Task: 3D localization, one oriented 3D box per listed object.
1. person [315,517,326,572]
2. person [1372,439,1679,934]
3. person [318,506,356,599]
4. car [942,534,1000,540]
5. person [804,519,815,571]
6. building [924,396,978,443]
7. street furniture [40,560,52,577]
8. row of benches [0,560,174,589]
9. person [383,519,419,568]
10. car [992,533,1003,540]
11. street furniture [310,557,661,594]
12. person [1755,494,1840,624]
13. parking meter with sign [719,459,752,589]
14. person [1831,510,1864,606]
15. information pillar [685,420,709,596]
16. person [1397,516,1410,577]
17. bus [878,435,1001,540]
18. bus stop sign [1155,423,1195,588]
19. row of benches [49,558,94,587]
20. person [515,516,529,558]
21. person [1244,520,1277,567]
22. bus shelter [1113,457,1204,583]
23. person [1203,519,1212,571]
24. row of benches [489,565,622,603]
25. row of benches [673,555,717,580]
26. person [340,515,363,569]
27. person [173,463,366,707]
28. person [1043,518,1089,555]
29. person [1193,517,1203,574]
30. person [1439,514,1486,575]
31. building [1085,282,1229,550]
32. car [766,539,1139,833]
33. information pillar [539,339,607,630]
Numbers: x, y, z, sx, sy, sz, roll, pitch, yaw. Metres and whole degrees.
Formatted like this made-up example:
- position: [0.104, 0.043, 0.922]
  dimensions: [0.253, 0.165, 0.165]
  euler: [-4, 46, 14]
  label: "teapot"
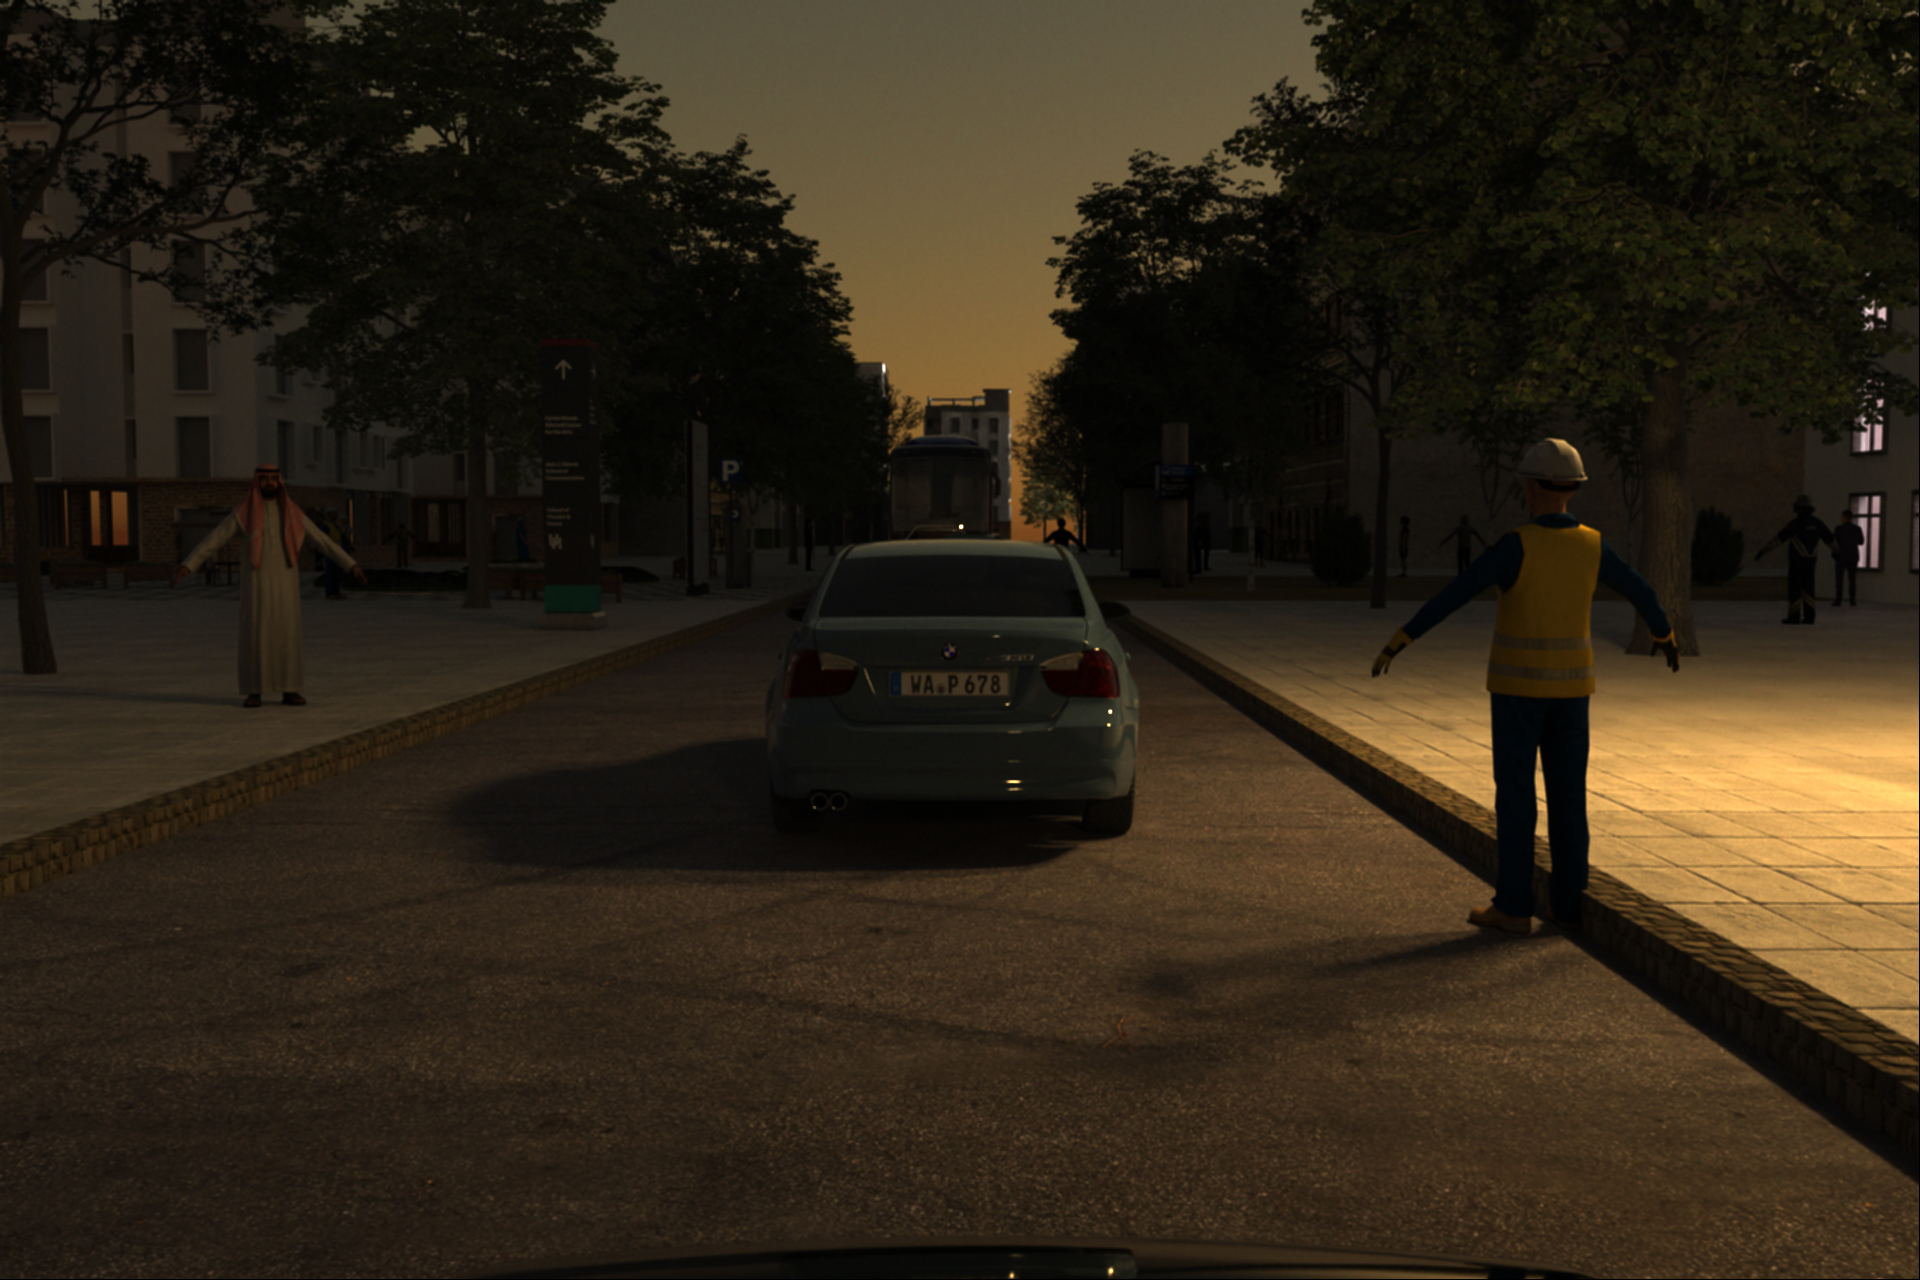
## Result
- position: [-21.808, -3.258, 59.050]
  dimensions: [0.705, 1.856, 1.354]
  euler: [0, 4, 4]
  label: "person"
- position: [2.093, 0.158, 6.338]
  dimensions: [1.216, 1.772, 0.721]
  euler: [-1, 4, -11]
  label: "person"
- position: [-12.447, -1.741, 34.436]
  dimensions: [0.705, 1.833, 1.349]
  euler: [1, 4, 9]
  label: "person"
- position: [0.232, -1.607, 38.073]
  dimensions: [2.131, 1.459, 4.920]
  euler: [0, 4, 1]
  label: "car"
- position: [-5.235, -3.308, 60.274]
  dimensions: [0.705, 1.806, 1.347]
  euler: [-1, 4, -10]
  label: "person"
- position: [-4.363, -22.655, 229.293]
  dimensions: [11.380, 20.090, 16.016]
  euler: [0, 4, -5]
  label: "building"
- position: [-31.290, -2.172, 51.132]
  dimensions: [10.072, 0.657, 5.734]
  euler: [0, 4, -7]
  label: "street furniture"
- position: [-20.685, -1.535, 40.561]
  dimensions: [4.104, 0.672, 1.422]
  euler: [-1, 4, -22]
  label: "row of benches"
- position: [-21.278, -3.687, 66.043]
  dimensions: [1.354, 1.858, 0.705]
  euler: [-2, 4, -32]
  label: "person"
- position: [1.450, -4.954, 90.045]
  dimensions: [2.155, 1.783, 4.494]
  euler: [0, 4, -1]
  label: "car"
- position: [-11.648, -1.632, 42.309]
  dimensions: [5.734, 0.657, 10.072]
  euler: [2, 4, 27]
  label: "street furniture"
- position: [11.985, -1.150, 24.677]
  dimensions: [1.351, 1.845, 0.704]
  euler: [-1, 4, -12]
  label: "person"
- position: [-5.281, -2.742, 41.091]
  dimensions: [0.543, 3.016, 1.738]
  euler: [0, 4, 3]
  label: "parking meter with sign"
- position: [15.779, -1.458, 30.808]
  dimensions: [0.541, 1.710, 0.530]
  euler: [1, 4, 19]
  label: "person"
- position: [-5.542, -2.766, 36.536]
  dimensions: [0.184, 3.620, 1.656]
  euler: [0, 4, 2]
  label: "information pillar"
- position: [13.224, -2.787, 51.713]
  dimensions: [0.704, 1.843, 1.345]
  euler: [1, 4, 14]
  label: "person"
- position: [-0.419, -3.376, 46.750]
  dimensions: [2.896, 3.916, 12.251]
  euler: [0, 4, 1]
  label: "bus"
- position: [5.128, -3.203, 41.377]
  dimensions: [0.837, 3.901, 0.837]
  euler: [0, 4, 0]
  label: "bus stop sign"
- position: [-22.461, -1.729, 43.729]
  dimensions: [1.422, 0.672, 4.104]
  euler: [-2, 4, -32]
  label: "row of benches"
- position: [-12.972, -2.767, 51.369]
  dimensions: [0.704, 1.817, 1.347]
  euler: [-1, 4, -19]
  label: "person"
- position: [11.681, -3.755, 67.535]
  dimensions: [1.346, 1.812, 0.704]
  euler: [-1, 4, -10]
  label: "person"
- position: [5.454, -3.320, 48.206]
  dimensions: [2.014, 3.302, 5.546]
  euler: [0, 4, 1]
  label: "bus shelter"
- position: [8.706, -3.343, 60.881]
  dimensions: [0.704, 1.802, 1.346]
  euler: [1, 4, 10]
  label: "person"
- position: [-8.021, -1.109, 33.597]
  dimensions: [4.104, 0.672, 1.422]
  euler: [3, 5, 44]
  label: "row of benches"
- position: [-7.725, -2.144, 50.522]
  dimensions: [1.422, 0.672, 4.104]
  euler: [0, 4, 1]
  label: "row of benches"
- position: [-18.078, -2.751, 50.829]
  dimensions: [1.347, 1.847, 0.705]
  euler: [1, 4, 16]
  label: "person"
- position: [-5.149, -0.415, 12.936]
  dimensions: [1.347, 1.811, 0.704]
  euler: [-2, 4, -30]
  label: "person"
- position: [2.442, -2.024, 41.739]
  dimensions: [1.347, 1.806, 0.705]
  euler: [0, 4, 2]
  label: "person"
- position: [7.594, -3.033, 55.522]
  dimensions: [0.705, 1.837, 1.347]
  euler: [0, 4, -6]
  label: "person"
- position: [13.524, -2.470, 46.510]
  dimensions: [1.348, 1.813, 0.705]
  euler: [-1, 4, -10]
  label: "person"
- position: [25.172, -19.146, 157.019]
  dimensions: [27.936, 21.610, 32.646]
  euler: [0, 4, 0]
  label: "building"
- position: [-0.018, 0.147, 9.599]
  dimensions: [2.014, 1.417, 4.499]
  euler: [0, 4, 1]
  label: "car"
- position: [-5.232, -2.077, 23.331]
  dimensions: [0.750, 3.857, 0.750]
  euler: [0, 4, 1]
  label: "information pillar"
